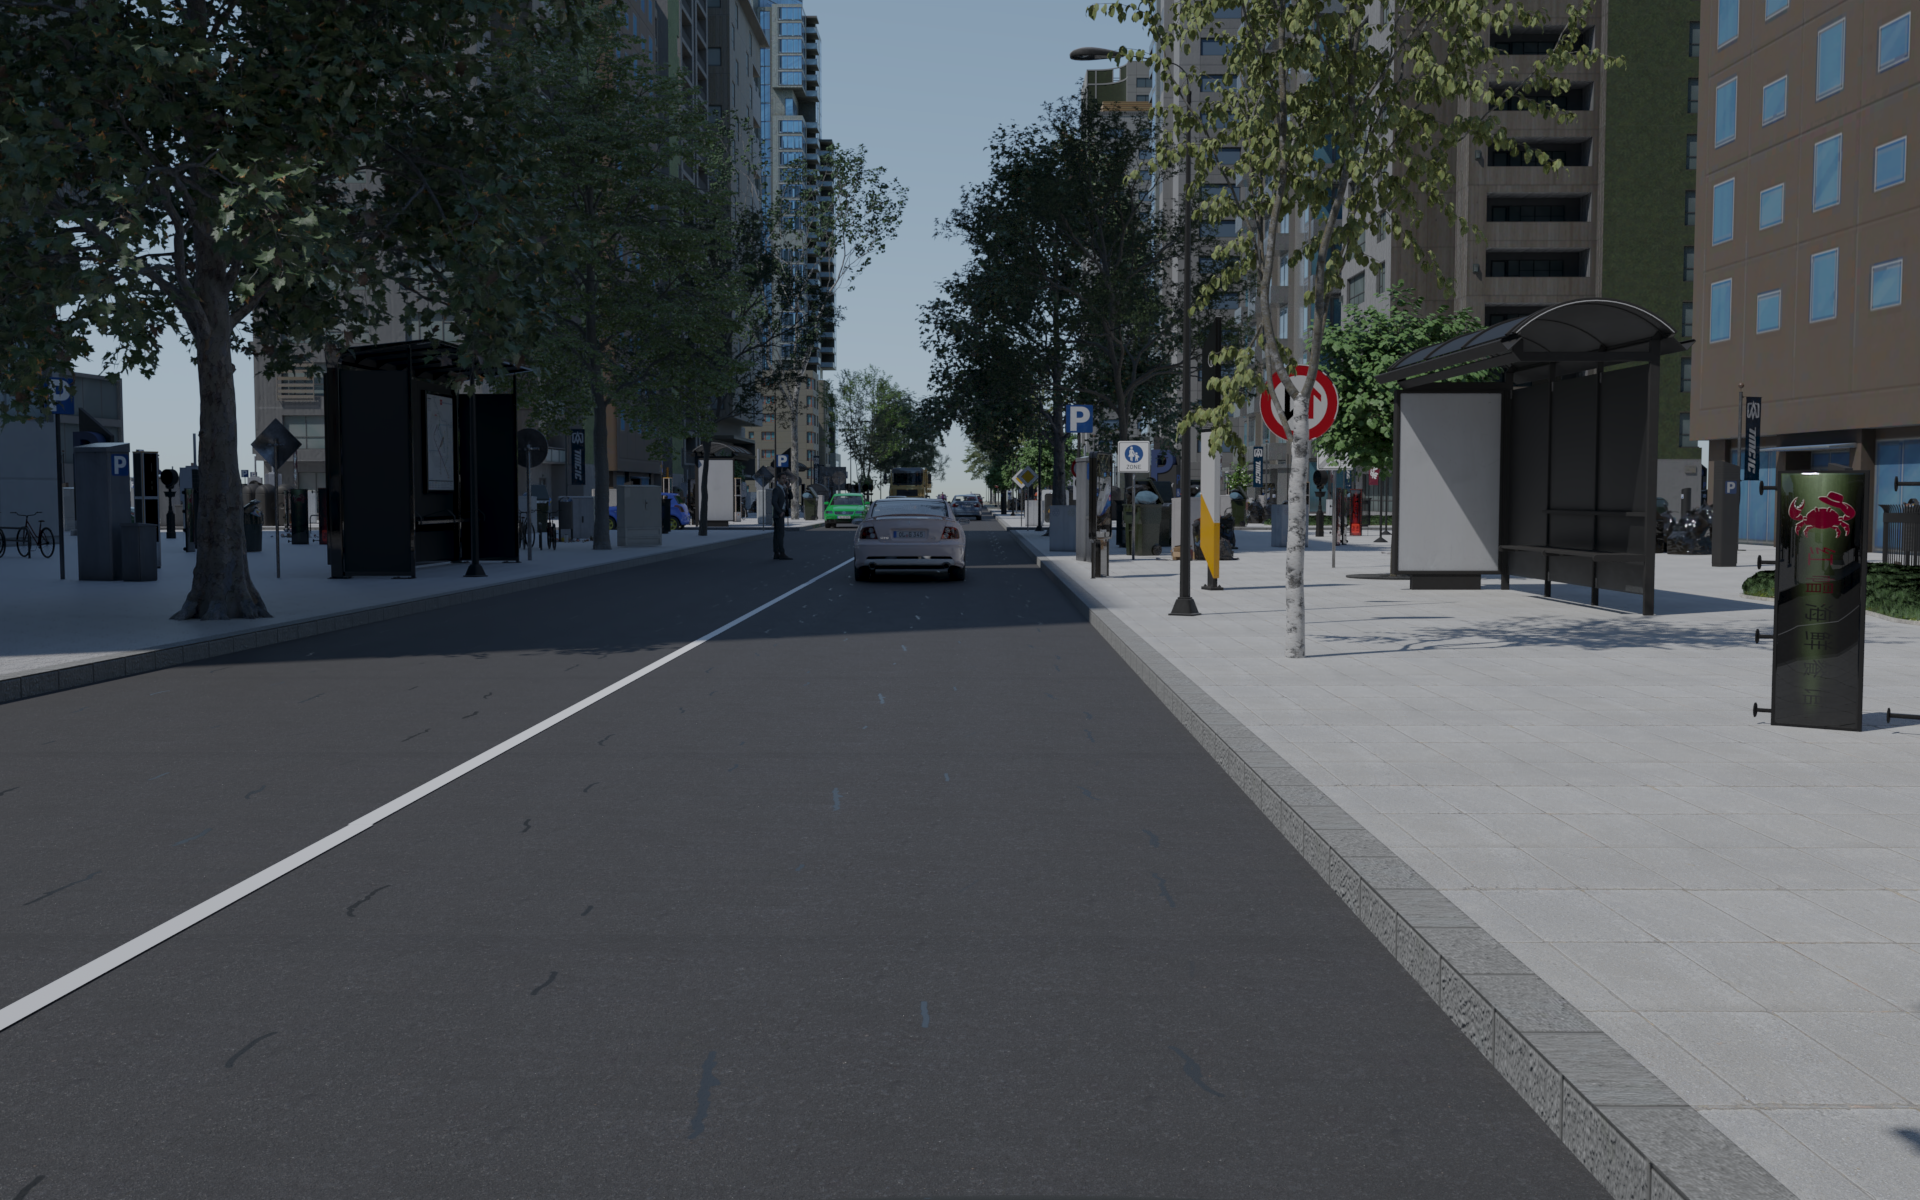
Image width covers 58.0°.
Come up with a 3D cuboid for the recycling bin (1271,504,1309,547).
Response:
[{"bbox_3d":[8.005,-1.803,42.037,0.722,1.027,0.722,-1,4,-8],"label":"recycling bin"}]

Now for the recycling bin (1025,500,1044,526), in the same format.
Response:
[{"bbox_3d":[2.988,-3.467,69.241,0.722,1.027,0.722,0,4,7],"label":"recycling bin"}]

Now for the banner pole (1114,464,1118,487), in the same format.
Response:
[{"bbox_3d":[12.298,-8.981,136.863,0.401,3.779,0.863,2,4,29],"label":"banner pole"}]

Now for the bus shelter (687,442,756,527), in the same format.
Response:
[{"bbox_3d":[-9.594,-4.670,70.270,2.014,3.302,5.546,0,4,0],"label":"bus shelter"}]

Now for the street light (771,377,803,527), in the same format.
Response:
[{"bbox_3d":[-6.710,-5.840,68.027,1.470,5.913,1.316,0,4,0],"label":"street light"}]

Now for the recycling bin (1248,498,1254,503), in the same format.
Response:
[{"bbox_3d":[19.251,-6.311,115.731,0.722,1.027,0.722,1,4,15],"label":"recycling bin"}]

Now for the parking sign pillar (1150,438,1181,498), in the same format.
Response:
[{"bbox_3d":[8.938,-5.315,75.375,1.447,3.967,1.447,3,4,36],"label":"parking sign pillar"}]

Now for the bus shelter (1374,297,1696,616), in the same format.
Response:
[{"bbox_3d":[6.563,-1.633,20.621,2.014,3.302,5.546,0,4,0],"label":"bus shelter"}]

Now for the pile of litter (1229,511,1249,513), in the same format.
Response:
[{"bbox_3d":[5.980,-1.627,40.563,1.176,0.858,1.719,1,4,20],"label":"pile of litter"}]

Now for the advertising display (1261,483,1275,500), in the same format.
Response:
[{"bbox_3d":[17.912,-5.847,100.817,0.974,1.923,0.123,-2,4,-30],"label":"advertising display"}]

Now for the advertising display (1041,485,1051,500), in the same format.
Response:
[{"bbox_3d":[4.513,-5.298,91.834,0.123,1.923,0.974,-2,4,-31],"label":"advertising display"}]

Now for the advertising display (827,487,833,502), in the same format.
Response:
[{"bbox_3d":[-8.376,-6.490,111.324,0.123,1.923,0.974,-1,4,-23],"label":"advertising display"}]

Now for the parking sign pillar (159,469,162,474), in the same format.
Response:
[{"bbox_3d":[-61.742,-8.838,132.972,1.447,3.967,1.447,1,4,15],"label":"parking sign pillar"}]

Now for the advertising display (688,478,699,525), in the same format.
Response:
[{"bbox_3d":[-10.970,-4.054,71.494,0.123,1.923,0.974,1,4,17],"label":"advertising display"}]

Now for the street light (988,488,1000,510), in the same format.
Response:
[{"bbox_3d":[2.548,-7.848,100.853,1.470,5.913,1.316,0,4,0],"label":"street light"}]

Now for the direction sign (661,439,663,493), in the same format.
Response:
[{"bbox_3d":[-12.072,-4.783,70.195,0.379,3.537,0.876,-1,4,-15],"label":"direction sign"}]

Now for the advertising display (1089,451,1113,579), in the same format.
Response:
[{"bbox_3d":[2.161,-1.309,26.615,0.123,1.923,0.974,1,4,19],"label":"advertising display"}]

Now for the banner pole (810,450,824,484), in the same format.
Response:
[{"bbox_3d":[-8.312,-6.660,98.905,0.863,3.779,0.401,-3,5,-44],"label":"banner pole"}]

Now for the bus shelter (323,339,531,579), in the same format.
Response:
[{"bbox_3d":[-8.741,-2.318,29.178,1.731,3.624,6.357,0,4,1],"label":"bus shelter"}]

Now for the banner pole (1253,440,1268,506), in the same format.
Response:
[{"bbox_3d":[13.928,-5.505,80.027,0.863,3.779,0.401,1,4,23],"label":"banner pole"}]

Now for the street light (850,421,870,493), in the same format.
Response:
[{"bbox_3d":[-6.366,-8.376,109.489,1.470,5.913,1.316,0,4,0],"label":"street light"}]

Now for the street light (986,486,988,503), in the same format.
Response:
[{"bbox_3d":[2.847,-10.418,142.880,1.470,5.913,1.316,0,4,0],"label":"street light"}]

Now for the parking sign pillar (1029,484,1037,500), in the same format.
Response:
[{"bbox_3d":[4.993,-7.585,112.482,1.447,3.967,1.447,1,4,10],"label":"parking sign pillar"}]

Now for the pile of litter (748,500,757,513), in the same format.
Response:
[{"bbox_3d":[-13.980,-6.385,118.358,1.719,0.858,1.176,0,4,3],"label":"pile of litter"}]

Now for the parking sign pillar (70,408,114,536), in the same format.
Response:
[{"bbox_3d":[-26.867,-3.992,53.749,1.447,3.967,1.447,1,4,21],"label":"parking sign pillar"}]

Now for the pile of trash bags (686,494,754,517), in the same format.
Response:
[{"bbox_3d":[-13.488,-5.233,95.315,3.447,1.369,1.912,-3,4,-37],"label":"pile of trash bags"}]

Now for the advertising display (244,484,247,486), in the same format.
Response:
[{"bbox_3d":[-44.105,-6.181,106.281,0.974,1.923,0.123,2,4,26],"label":"advertising display"}]

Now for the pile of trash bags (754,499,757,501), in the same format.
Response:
[{"bbox_3d":[-13.132,-6.892,122.438,1.912,1.369,3.447,3,4,39],"label":"pile of trash bags"}]

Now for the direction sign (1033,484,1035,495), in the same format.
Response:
[{"bbox_3d":[4.532,-6.979,106.105,0.876,3.537,0.379,-2,4,-33],"label":"direction sign"}]

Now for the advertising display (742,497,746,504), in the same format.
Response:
[{"bbox_3d":[-17.803,-8.380,142.227,0.123,1.923,0.974,-3,5,-43],"label":"advertising display"}]

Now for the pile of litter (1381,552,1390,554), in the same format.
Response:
[{"bbox_3d":[9.856,-1.433,37.392,1.719,0.858,1.176,-1,4,-11],"label":"pile of litter"}]

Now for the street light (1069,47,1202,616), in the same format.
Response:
[{"bbox_3d":[1.839,-2.791,18.171,1.470,5.913,1.316,0,4,0],"label":"street light"}]

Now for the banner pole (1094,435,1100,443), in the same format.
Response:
[{"bbox_3d":[5.854,-5.050,72.579,0.863,3.779,0.401,1,4,18],"label":"banner pole"}]

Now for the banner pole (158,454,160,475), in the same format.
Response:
[{"bbox_3d":[-50.702,-7.286,109.146,0.401,3.779,0.863,3,5,43],"label":"banner pole"}]

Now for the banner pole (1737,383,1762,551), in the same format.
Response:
[{"bbox_3d":[17.771,-3.004,39.129,0.863,3.779,0.401,-1,4,-23],"label":"banner pole"}]

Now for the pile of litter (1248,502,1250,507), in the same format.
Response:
[{"bbox_3d":[17.891,-5.765,108.229,1.719,0.858,1.176,1,4,18],"label":"pile of litter"}]

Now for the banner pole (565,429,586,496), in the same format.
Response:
[{"bbox_3d":[-13.035,-4.183,58.412,0.863,3.779,0.401,-1,4,-11],"label":"banner pole"}]

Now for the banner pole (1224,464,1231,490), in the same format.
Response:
[{"bbox_3d":[22.052,-9.324,142.466,0.401,3.779,0.863,-3,4,-38],"label":"banner pole"}]

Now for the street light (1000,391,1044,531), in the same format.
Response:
[{"bbox_3d":[2.201,-5.325,59.611,1.470,5.913,1.316,0,4,0],"label":"street light"}]

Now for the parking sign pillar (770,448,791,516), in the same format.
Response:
[{"bbox_3d":[-10.362,-6.871,100.807,1.447,3.967,1.447,2,4,23],"label":"parking sign pillar"}]

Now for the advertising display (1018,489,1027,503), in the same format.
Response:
[{"bbox_3d":[4.961,-8.053,136.878,0.974,1.923,0.123,-3,4,-38],"label":"advertising display"}]

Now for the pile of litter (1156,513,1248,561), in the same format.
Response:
[{"bbox_3d":[4.604,-1.204,33.649,1.719,0.858,1.176,0,4,2],"label":"pile of litter"}]

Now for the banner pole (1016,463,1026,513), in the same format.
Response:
[{"bbox_3d":[3.978,-7.627,114.716,0.863,3.779,0.401,0,4,-4],"label":"banner pole"}]

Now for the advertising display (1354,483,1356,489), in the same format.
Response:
[{"bbox_3d":[23.086,-5.824,100.437,0.974,1.923,0.123,-2,4,-34],"label":"advertising display"}]

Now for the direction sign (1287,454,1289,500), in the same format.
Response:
[{"bbox_3d":[18.525,-6.477,97.900,0.379,3.537,0.876,1,4,13],"label":"direction sign"}]

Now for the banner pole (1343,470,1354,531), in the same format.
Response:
[{"bbox_3d":[13.459,-4.265,59.744,0.401,3.779,0.863,-1,4,-13],"label":"banner pole"}]

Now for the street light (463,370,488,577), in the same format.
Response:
[{"bbox_3d":[-6.977,-3.312,26.684,1.470,5.913,1.316,0,4,0],"label":"street light"}]

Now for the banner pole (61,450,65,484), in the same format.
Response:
[{"bbox_3d":[-50.859,-6.610,98.094,0.401,3.779,0.863,0,4,1],"label":"banner pole"}]

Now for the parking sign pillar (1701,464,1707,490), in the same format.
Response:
[{"bbox_3d":[52.691,-8.272,123.720,1.447,3.967,1.447,-2,4,-25],"label":"parking sign pillar"}]

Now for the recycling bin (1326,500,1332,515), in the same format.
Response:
[{"bbox_3d":[17.365,-4.140,80.247,0.722,1.027,0.722,0,4,6],"label":"recycling bin"}]

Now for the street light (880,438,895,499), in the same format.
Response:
[{"bbox_3d":[-6.080,-10.522,144.581,1.470,5.913,1.316,0,4,0],"label":"street light"}]

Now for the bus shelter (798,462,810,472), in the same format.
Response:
[{"bbox_3d":[-10.388,-6.817,105.374,2.014,3.302,5.546,0,4,1],"label":"bus shelter"}]

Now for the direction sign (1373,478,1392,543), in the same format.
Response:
[{"bbox_3d":[11.166,-3.295,45.870,0.876,3.537,0.379,-3,4,-38],"label":"direction sign"}]

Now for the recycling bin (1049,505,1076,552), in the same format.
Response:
[{"bbox_3d":[2.459,-1.610,38.880,0.722,1.027,0.722,2,4,24],"label":"recycling bin"}]
